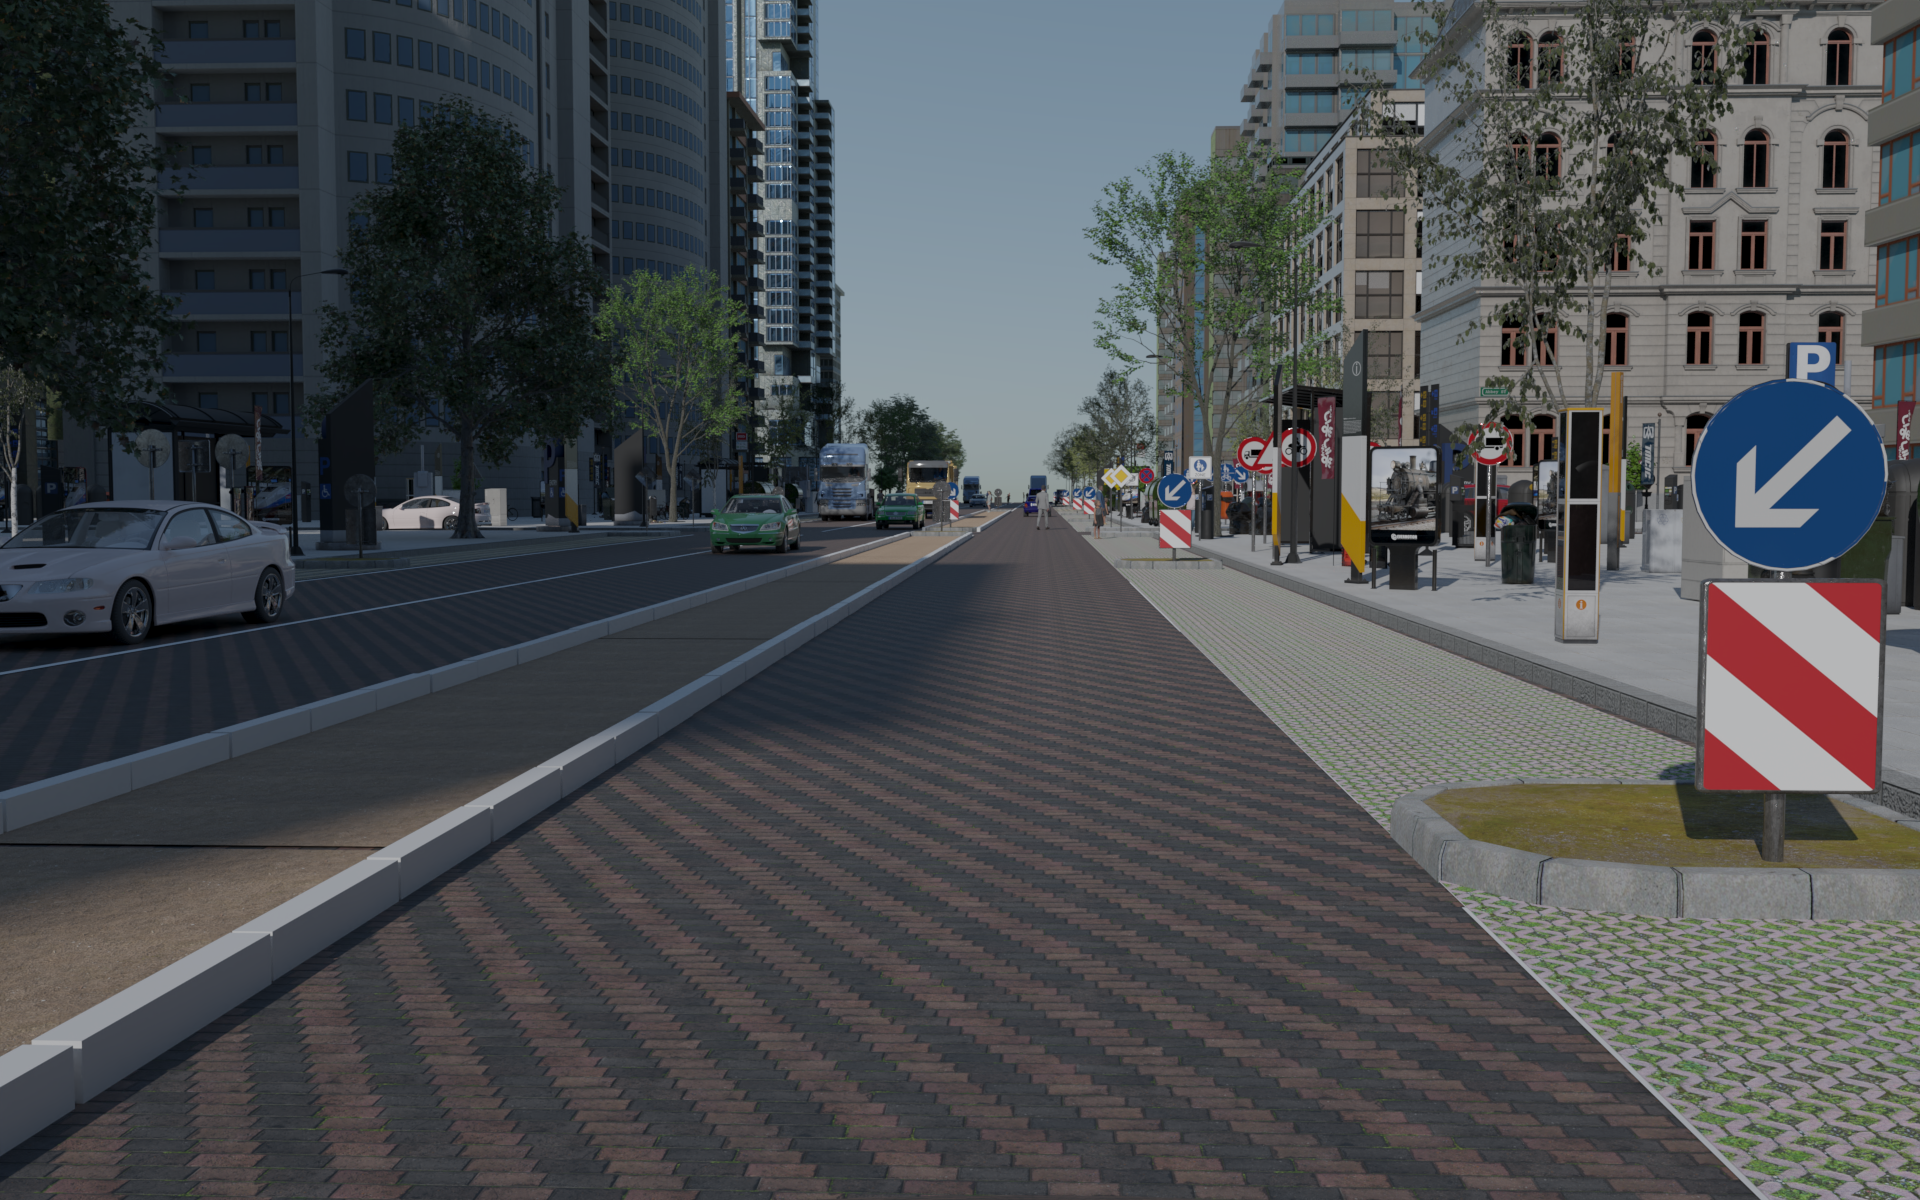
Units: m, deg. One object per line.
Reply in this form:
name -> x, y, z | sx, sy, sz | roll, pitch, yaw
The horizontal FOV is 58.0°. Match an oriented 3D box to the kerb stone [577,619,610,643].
kerb stone -> -3.641, 0.318, 16.991 | 0.120, 0.150, 1.000 | 0, 4, 3

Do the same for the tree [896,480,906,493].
tree -> -6.881, -12.901, 205.530 | 1.663, 3.219, 1.824 | 0, 3, 0

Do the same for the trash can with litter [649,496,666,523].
trash can with litter -> -13.713, -3.965, 75.887 | 1.678, 1.210, 2.233 | 1, 4, 17

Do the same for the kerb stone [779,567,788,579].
kerb stone -> -3.079, -0.430, 29.271 | 0.120, 0.150, 1.000 | 0, 4, 3

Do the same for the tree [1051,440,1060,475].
tree -> 16.700, -18.108, 230.470 | 7.601, 10.594, 8.767 | 1, 4, 20

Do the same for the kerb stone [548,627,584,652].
kerb stone -> -3.681, 0.386, 15.970 | 0.120, 0.150, 1.000 | 0, 4, 3

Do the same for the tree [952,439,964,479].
tree -> -5.678, -19.119, 238.352 | 9.928, 11.665, 9.643 | 0, 3, 0

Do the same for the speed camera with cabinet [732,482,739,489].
speed camera with cabinet -> -16.997, -8.312, 130.240 | 0.660, 3.252, 2.038 | 1, 4, 9

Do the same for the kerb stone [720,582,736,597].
kerb stone -> -3.307, -0.119, 24.146 | 0.120, 0.150, 1.000 | 0, 4, 3

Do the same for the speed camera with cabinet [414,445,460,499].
speed camera with cabinet -> -21.005, -4.635, 70.123 | 2.038, 3.252, 0.660 | -1, 4, -10

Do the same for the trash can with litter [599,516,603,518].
trash can with litter -> -19.039, -5.075, 94.041 | 1.678, 1.210, 2.233 | -1, 4, -11

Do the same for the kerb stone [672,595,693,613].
kerb stone -> -3.443, 0.068, 21.080 | 0.120, 0.150, 1.000 | 0, 4, 3

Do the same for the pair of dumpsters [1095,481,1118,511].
pair of dumpsters -> 11.066, -7.842, 130.706 | 1.574, 2.255, 4.437 | 0, 4, 3

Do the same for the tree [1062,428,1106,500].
tree -> 13.799, -14.476, 187.037 | 4.737, 8.622, 4.395 | 0, 3, 0

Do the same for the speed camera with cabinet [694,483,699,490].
speed camera with cabinet -> -20.505, -8.940, 140.500 | 2.038, 3.252, 0.660 | -2, 4, -27

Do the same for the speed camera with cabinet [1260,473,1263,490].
speed camera with cabinet -> 20.534, -7.732, 120.754 | 0.660, 3.252, 2.038 | -1, 4, -10

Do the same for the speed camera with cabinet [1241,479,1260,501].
speed camera with cabinet -> 17.179, -6.720, 104.206 | 0.660, 3.252, 2.038 | -1, 4, -13

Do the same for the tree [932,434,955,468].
tree -> -3.885, -20.485, 269.346 | 7.601, 10.594, 8.767 | -1, 4, -11

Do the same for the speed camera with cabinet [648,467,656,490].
speed camera with cabinet -> -23.096, -8.149, 127.574 | 0.660, 3.252, 2.038 | 3, 5, 44

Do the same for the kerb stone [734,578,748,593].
kerb stone -> -3.262, -0.182, 25.170 | 0.120, 0.150, 1.000 | 0, 4, 3

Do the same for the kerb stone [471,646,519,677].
kerb stone -> -3.774, 0.508, 13.927 | 0.120, 0.150, 1.000 | 0, 4, 3

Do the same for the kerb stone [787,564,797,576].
kerb stone -> -3.020, -0.496, 30.304 | 0.120, 0.150, 1.000 | 0, 4, 3

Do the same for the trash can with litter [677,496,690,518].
trash can with litter -> -15.006, -4.987, 92.929 | 1.055, 1.170, 0.624 | 0, 4, 0

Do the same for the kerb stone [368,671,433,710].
kerb stone -> -3.870, 0.631, 11.883 | 0.120, 0.150, 1.000 | 0, 4, 3

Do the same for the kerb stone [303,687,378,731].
kerb stone -> -3.914, 0.694, 10.859 | 0.120, 0.150, 1.000 | 0, 4, 3

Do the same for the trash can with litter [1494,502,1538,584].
trash can with litter -> 7.969, -0.829, 24.946 | 0.624, 1.170, 1.055 | 1, 4, 12

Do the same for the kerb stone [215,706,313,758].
kerb stone -> -3.960, 0.756, 9.838 | 0.120, 0.150, 1.000 | 0, 4, 3

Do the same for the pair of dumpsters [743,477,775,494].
pair of dumpsters -> -11.363, -5.809, 97.468 | 1.574, 2.255, 4.437 | 0, 4, 3

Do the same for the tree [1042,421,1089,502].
tree -> 18.854, -23.223, 290.072 | 12.009, 13.543, 11.850 | 0, 3, 0

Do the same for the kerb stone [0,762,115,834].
kerb stone -> -4.052, 0.881, 7.793 | 0.120, 0.150, 1.000 | 0, 4, 3

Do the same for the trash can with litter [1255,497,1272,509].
trash can with litter -> 11.860, -3.371, 66.499 | 0.624, 1.170, 1.055 | -1, 4, -21

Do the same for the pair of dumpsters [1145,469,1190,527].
pair of dumpsters -> 8.202, -4.025, 68.308 | 1.574, 2.255, 4.437 | 0, 4, 3

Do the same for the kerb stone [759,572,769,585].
kerb stone -> -3.173, -0.305, 27.220 | 0.120, 0.150, 1.000 | 0, 4, 3

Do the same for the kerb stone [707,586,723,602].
kerb stone -> -3.346, -0.057, 23.122 | 0.120, 0.150, 1.000 | 0, 4, 3

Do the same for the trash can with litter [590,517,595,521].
trash can with litter -> -18.927, -4.424, 83.388 | 2.233, 1.210, 1.678 | 3, 5, 42

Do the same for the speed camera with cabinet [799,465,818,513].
speed camera with cabinet -> -10.237, -7.499, 116.942 | 0.660, 3.252, 2.038 | 1, 4, 16

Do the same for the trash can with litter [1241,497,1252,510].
trash can with litter -> 12.685, -4.005, 76.870 | 0.624, 1.170, 1.055 | 3, 5, 39

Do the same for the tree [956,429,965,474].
tree -> -3.419, -23.467, 290.339 | 9.857, 13.997, 8.962 | 0, 3, 0

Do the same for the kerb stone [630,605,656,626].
kerb stone -> -3.542, 0.193, 19.036 | 0.120, 0.150, 1.000 | 0, 4, 3

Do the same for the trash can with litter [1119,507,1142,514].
trash can with litter -> 11.721, -6.291, 113.909 | 2.233, 1.210, 1.678 | 3, 5, 40

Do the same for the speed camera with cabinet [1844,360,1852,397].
speed camera with cabinet -> 12.650, -1.952, 26.253 | 0.660, 3.252, 2.038 | -2, 4, -30

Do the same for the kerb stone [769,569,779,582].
kerb stone -> -3.121, -0.370, 28.250 | 0.120, 0.150, 1.000 | 0, 4, 3

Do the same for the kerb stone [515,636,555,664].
kerb stone -> -3.719, 0.449, 14.948 | 0.120, 0.150, 1.000 | 0, 4, 3

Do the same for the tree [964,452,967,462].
tree -> -2.345, -23.036, 302.397 | 9.928, 11.665, 9.643 | 0, 3, 0

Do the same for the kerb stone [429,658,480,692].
kerb stone -> -3.815, 0.577, 12.906 | 0.120, 0.150, 1.000 | 0, 4, 3

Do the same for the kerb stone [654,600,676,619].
kerb stone -> -3.488, 0.131, 20.059 | 0.120, 0.150, 1.000 | 0, 4, 3

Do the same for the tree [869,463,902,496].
tree -> -7.765, -11.981, 179.606 | 4.285, 4.588, 4.351 | 0, 3, 0

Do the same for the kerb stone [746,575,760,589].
kerb stone -> -3.210, -0.244, 26.198 | 0.120, 0.150, 1.000 | 0, 4, 3

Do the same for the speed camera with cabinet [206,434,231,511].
speed camera with cabinet -> -23.320, -3.681, 54.520 | 0.660, 3.252, 2.038 | -2, 4, -33

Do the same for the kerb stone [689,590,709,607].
kerb stone -> -3.396, 0.006, 22.101 | 0.120, 0.150, 1.000 | 0, 4, 3

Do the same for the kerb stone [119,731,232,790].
kerb stone -> -4.012, 0.822, 8.815 | 0.120, 0.150, 1.000 | 0, 4, 3

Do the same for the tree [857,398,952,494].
tree -> -7.739, -16.031, 187.867 | 9.928, 11.665, 9.643 | 0, 3, 0

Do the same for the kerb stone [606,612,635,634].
kerb stone -> -3.584, 0.256, 18.013 | 0.120, 0.150, 1.000 | 0, 4, 3

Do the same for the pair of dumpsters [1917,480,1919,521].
pair of dumpsters -> 7.852, -0.506, 10.770 | 1.574, 2.255, 4.437 | 0, 4, 3

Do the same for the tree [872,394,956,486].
tree -> -6.412, -18.974, 216.872 | 9.857, 13.997, 8.962 | 0, 3, 0
